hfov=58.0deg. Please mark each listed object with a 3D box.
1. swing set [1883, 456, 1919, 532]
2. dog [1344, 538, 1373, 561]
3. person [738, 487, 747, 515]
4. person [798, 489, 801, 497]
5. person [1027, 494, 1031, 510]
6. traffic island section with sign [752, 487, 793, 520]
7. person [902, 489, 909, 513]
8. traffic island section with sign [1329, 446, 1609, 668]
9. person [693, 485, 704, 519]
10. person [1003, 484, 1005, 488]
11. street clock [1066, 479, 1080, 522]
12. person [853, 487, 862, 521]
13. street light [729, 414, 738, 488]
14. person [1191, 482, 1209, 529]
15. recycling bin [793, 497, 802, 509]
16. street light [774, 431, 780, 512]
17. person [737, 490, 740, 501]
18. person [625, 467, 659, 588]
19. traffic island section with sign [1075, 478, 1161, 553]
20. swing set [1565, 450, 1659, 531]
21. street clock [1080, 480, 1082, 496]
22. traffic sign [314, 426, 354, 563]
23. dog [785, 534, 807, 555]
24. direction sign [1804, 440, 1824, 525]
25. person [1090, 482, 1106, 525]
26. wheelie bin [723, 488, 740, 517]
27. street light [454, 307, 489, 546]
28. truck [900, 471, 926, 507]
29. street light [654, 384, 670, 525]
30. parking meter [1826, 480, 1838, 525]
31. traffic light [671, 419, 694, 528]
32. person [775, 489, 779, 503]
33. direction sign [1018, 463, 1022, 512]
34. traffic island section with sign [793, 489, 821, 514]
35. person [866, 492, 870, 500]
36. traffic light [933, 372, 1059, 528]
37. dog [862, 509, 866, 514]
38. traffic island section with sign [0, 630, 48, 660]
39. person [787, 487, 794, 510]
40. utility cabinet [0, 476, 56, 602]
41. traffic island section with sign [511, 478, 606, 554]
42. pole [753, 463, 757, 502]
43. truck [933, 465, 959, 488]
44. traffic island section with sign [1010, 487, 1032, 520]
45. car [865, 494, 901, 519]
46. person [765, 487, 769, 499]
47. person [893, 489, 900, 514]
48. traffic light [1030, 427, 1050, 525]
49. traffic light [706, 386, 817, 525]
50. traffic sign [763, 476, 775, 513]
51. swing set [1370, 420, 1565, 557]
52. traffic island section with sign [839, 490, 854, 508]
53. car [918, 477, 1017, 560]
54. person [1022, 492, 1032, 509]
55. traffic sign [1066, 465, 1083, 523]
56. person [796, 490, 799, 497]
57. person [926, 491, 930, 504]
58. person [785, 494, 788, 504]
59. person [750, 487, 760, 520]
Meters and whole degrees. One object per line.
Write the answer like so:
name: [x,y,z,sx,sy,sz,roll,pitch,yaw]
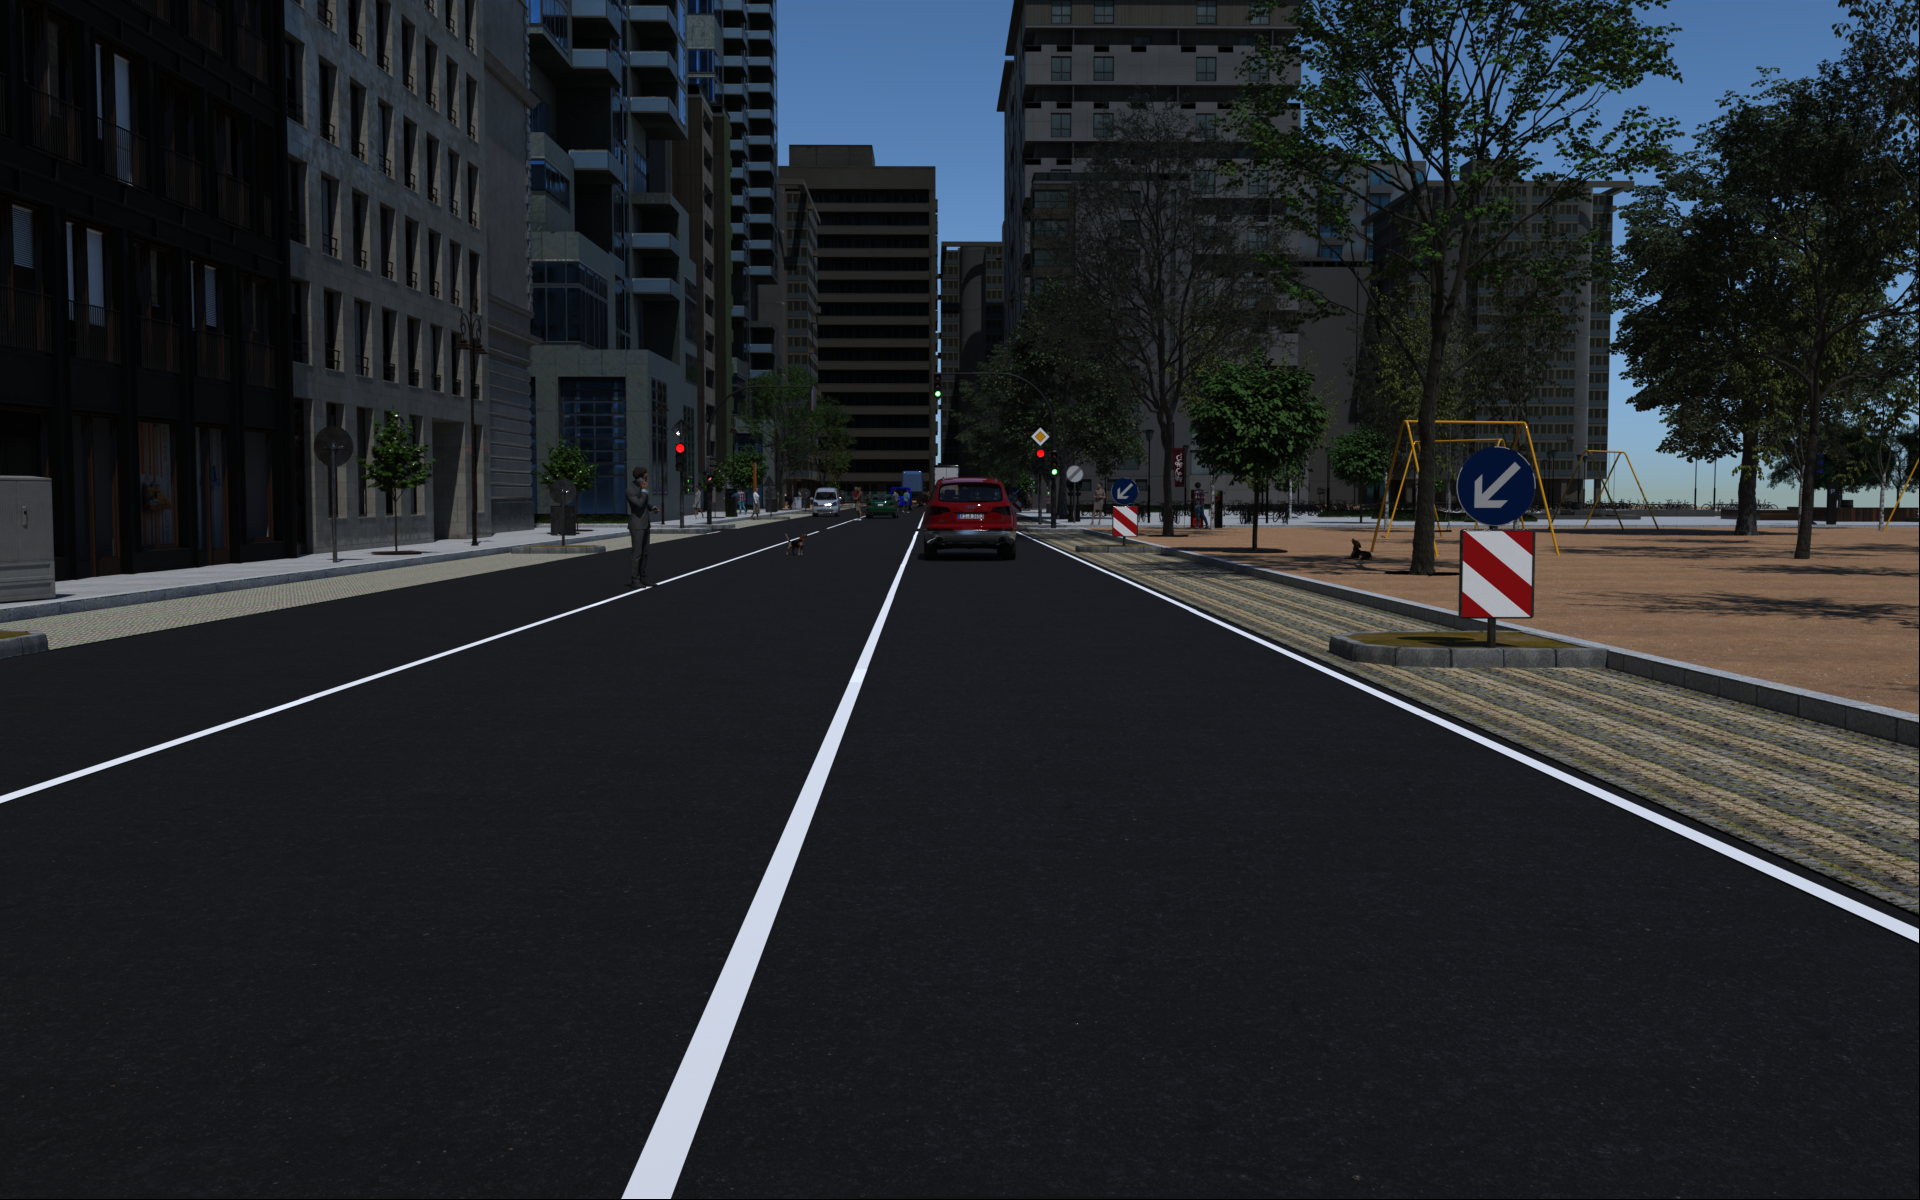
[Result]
swing set: [33.082,-3.693,58.007,2.862,2.851,3.119,0,4,-2]
dog: [7.777,-0.984,33.820,0.550,0.427,0.748,1,4,13]
person: [-13.590,-6.166,107.688,0.563,1.720,0.643,-3,5,-40]
person: [-13.619,-8.644,147.938,0.524,1.755,0.480,-1,4,-16]
person: [5.336,-7.526,133.769,0.362,1.253,0.373,2,4,35]
traffic island section with sign: [-10.615,-5.443,97.617,1.989,1.847,2.006,0,4,-1]
person: [-4.191,-7.664,133.817,0.660,1.820,0.620,2,4,31]
traffic island section with sign: [4.324,-0.398,15.131,1.989,1.847,2.006,0,4,-1]
person: [-13.418,-5.012,88.739,0.466,1.731,0.760,2,4,24]
person: [1.454,-3.054,58.606,0.466,1.800,0.511,-2,4,-28]
street clock: [5.067,-4.562,79.161,0.358,2.002,0.471,3,4,38]
person: [-5.540,-5.222,93.853,0.580,1.828,0.573,2,4,24]
street light: [-13.056,-7.776,99.927,0.468,5.910,1.993,0,4,-1]
person: [8.897,-3.511,64.281,0.563,1.720,0.643,-3,5,-39]
recycling bin: [-13.666,-8.138,145.602,0.722,1.027,0.722,0,4,-5]
street light: [-13.387,-9.399,126.456,0.468,5.910,1.993,0,4,-1]
person: [-18.209,-8.320,142.753,0.731,1.740,0.598,2,4,26]
person: [-4.809,-1.107,26.405,0.447,1.846,0.655,1,4,12]
traffic island section with sign: [3.884,-2.091,42.818,1.989,1.847,2.006,0,4,-1]
swing set: [23.190,-3.967,62.483,3.119,2.851,2.862,-3,5,-44]
street clock: [5.458,-4.632,80.311,0.358,2.002,0.471,2,4,32]
traffic sign: [-11.706,-1.973,32.367,0.768,2.556,0.104,0,4,5]
dog: [-3.848,-1.307,40.661,0.540,0.507,0.406,0,4,-2]
direction sign: [35.877,-4.942,72.804,0.876,3.537,0.379,0,4,-8]
person: [5.796,-4.058,72.739,0.599,1.781,0.374,1,4,18]
wheelie bin: [-12.826,-5.462,97.211,0.980,1.594,0.693,0,4,2]
street light: [-12.070,-4.288,42.897,0.468,5.910,1.993,0,4,-1]
truck: [-5.684,-12.645,196.506,2.967,4.110,18.799,0,4,1]
street light: [-12.525,-6.120,72.850,0.468,5.910,1.993,0,4,-1]
parking meter: [36.684,-4.105,72.835,0.399,1.863,0.255,1,4,20]
traffic light: [-10.378,-4.632,64.654,0.839,4.253,0.868,0,4,-1]
person: [-15.590,-8.588,147.461,0.512,1.701,0.522,0,4,4]
direction sign: [4.344,-8.273,127.254,0.379,3.537,0.876,0,4,6]
traffic island section with sign: [-11.045,-7.091,124.569,1.989,1.847,2.006,0,4,-1]
person: [-8.550,-9.182,160.093,0.593,1.643,0.415,3,5,41]
traffic light: [1.391,-5.508,64.716,4.771,5.953,1.251,0,4,-1]
dog: [-6.797,-6.258,122.505,0.550,0.427,0.748,0,4,3]
traffic island section with sign: [-9.307,-0.407,15.283,1.989,1.847,2.006,0,4,-1]
person: [-13.878,-8.323,142.030,0.656,1.842,0.836,2,4,25]
utility cabinet: [-11.272,-0.725,20.527,0.318,1.500,1.173,1,4,11]
traffic island section with sign: [-9.731,-2.055,42.234,1.989,1.847,2.006,0,4,-1]
pole: [-13.318,-7.258,112.511,0.158,3.312,0.155,0,3,0]
truck: [-1.301,-11.201,172.046,2.839,4.237,11.283,0,3,0]
traffic island section with sign: [3.003,-5.446,97.671,1.989,1.847,2.006,0,4,-1]
car: [-4.604,-5.575,102.954,2.131,1.459,4.920,0,4,1]
person: [-13.460,-7.069,121.797,0.473,1.802,0.592,-1,4,-20]
person: [-4.495,-6.843,120.649,0.850,1.792,0.678,3,4,38]
traffic light: [3.354,-5.135,72.874,0.839,4.253,0.868,0,4,-1]
traffic light: [-8.415,-5.996,72.707,4.771,5.953,1.251,0,4,-1]
traffic sign: [-13.273,-7.366,120.444,0.884,2.594,0.081,0,4,5]
swing set: [10.661,-2.411,37.043,3.119,2.851,2.862,-1,4,-15]
traffic island section with sign: [-11.842,-10.147,174.524,1.989,1.847,2.006,0,4,-1]
car: [0.193,-1.871,39.259,2.281,1.827,5.304,0,4,-1]
person: [5.781,-8.652,147.769,0.850,1.792,0.678,2,4,30]
traffic sign: [5.065,-4.677,76.576,0.768,2.556,0.104,0,4,-1]
person: [-14.725,-9.298,158.883,0.721,1.723,1.217,-1,4,-22]
person: [-3.169,-10.383,178.786,0.750,1.759,0.617,-1,4,-16]
person: [-18.477,-10.626,182.962,0.799,1.438,0.628,1,4,15]
person: [-11.282,-5.300,95.384,0.641,1.798,0.478,2,4,32]
